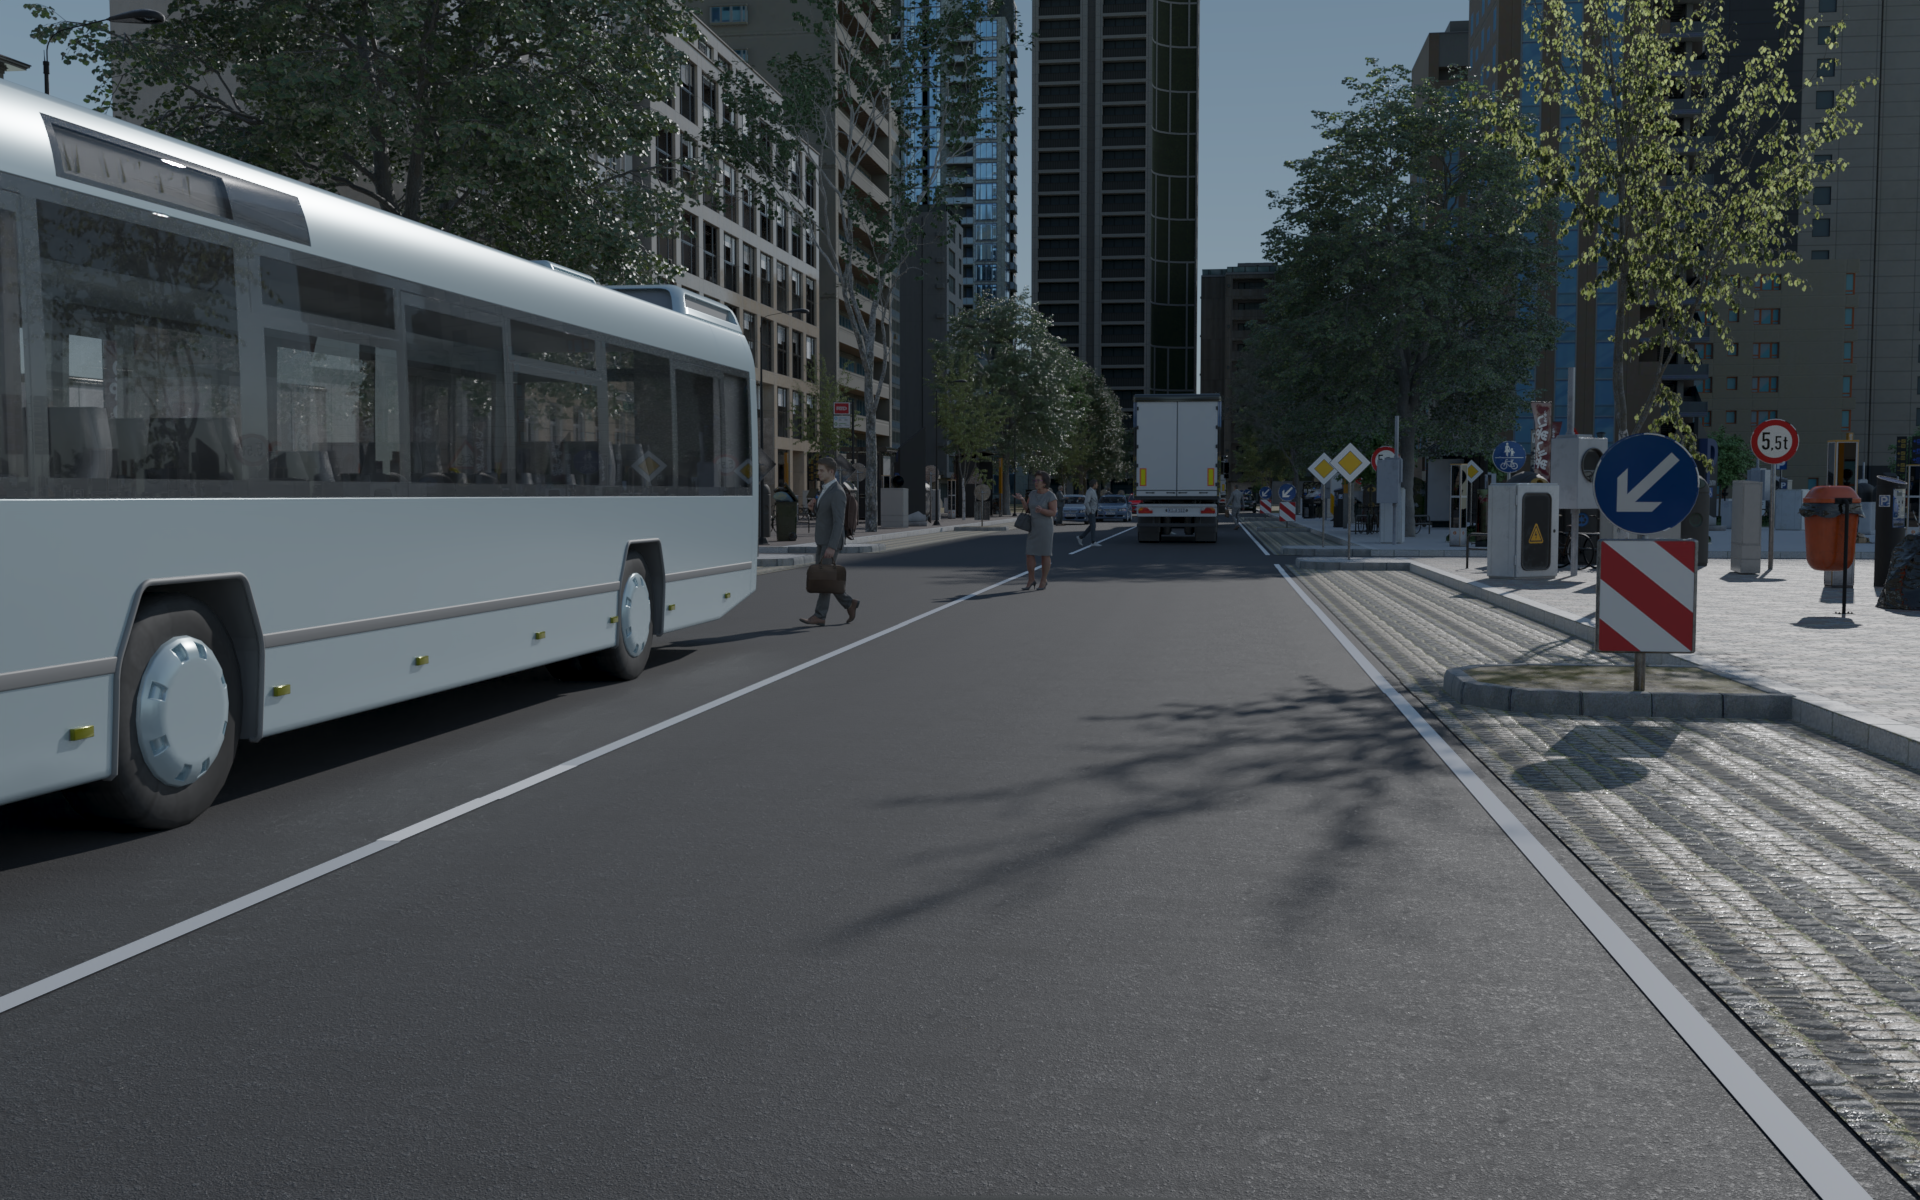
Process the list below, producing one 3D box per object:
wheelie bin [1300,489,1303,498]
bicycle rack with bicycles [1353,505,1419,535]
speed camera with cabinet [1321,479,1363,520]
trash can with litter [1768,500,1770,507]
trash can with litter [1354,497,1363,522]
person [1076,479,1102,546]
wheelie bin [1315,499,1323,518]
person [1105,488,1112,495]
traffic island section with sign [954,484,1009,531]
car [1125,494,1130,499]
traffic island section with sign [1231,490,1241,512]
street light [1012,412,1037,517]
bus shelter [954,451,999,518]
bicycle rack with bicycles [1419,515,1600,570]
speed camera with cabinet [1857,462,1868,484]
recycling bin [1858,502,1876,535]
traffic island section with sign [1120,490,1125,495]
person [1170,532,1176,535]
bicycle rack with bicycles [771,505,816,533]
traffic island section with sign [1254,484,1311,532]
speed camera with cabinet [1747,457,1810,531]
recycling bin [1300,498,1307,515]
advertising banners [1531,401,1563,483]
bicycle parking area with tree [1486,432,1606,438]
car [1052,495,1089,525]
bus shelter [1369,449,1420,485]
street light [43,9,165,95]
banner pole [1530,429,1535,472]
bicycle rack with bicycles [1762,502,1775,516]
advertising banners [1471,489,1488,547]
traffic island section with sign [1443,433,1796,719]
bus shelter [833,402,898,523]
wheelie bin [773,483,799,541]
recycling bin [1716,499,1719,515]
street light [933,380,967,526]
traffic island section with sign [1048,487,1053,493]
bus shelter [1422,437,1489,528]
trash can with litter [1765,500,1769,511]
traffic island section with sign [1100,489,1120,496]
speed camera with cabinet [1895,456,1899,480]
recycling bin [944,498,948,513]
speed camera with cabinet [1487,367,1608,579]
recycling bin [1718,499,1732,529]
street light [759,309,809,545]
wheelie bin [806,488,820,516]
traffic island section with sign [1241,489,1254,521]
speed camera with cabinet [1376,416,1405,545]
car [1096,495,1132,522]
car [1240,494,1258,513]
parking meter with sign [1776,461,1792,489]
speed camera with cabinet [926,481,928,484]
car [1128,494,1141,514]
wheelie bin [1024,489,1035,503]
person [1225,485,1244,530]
[{"bbox_3d":[22.046,-6.235,109.858,0.980,1.594,0.693,1,4,21],"label":"wheelie bin"},{"bbox_3d":[13.640,-2.566,55.333,2.852,0.926,2.925,3,4,37],"label":"bicycle rack with bicycles"},{"bbox_3d":[18.814,-5.554,85.145,2.038,3.252,0.660,0,4,4],"label":"speed camera with cabinet"},{"bbox_3d":[38.354,-4.296,81.625,1.055,1.170,0.624,-3,5,-44],"label":"trash can with litter"},{"bbox_3d":[18.514,-4.182,79.767,1.055,1.170,0.624,0,4,8],"label":"trash can with litter"},{"bbox_3d":[3.544,-2.405,47.667,0.795,1.843,0.661,1,4,23],"label":"person"},{"bbox_3d":[19.487,-5.258,93.872,0.980,1.594,0.693,-1,4,-11],"label":"wheelie bin"},{"bbox_3d":[9.772,-6.495,114.471,0.659,1.850,0.755,-1,4,-12],"label":"person"},{"bbox_3d":[0.873,-3.613,67.698,1.989,1.847,2.006,1,4,8],"label":"traffic island section with sign"},{"bbox_3d":[12.614,-7.018,126.549,2.131,1.459,4.920,1,4,9],"label":"car"},{"bbox_3d":[23.483,-8.178,142.345,1.989,1.847,2.006,1,4,8],"label":"traffic island section with sign"},{"bbox_3d":[3.654,-7.696,98.370,1.470,5.913,1.316,1,4,8],"label":"street light"},{"bbox_3d":[0.955,-6.471,97.088,1.731,3.624,6.357,1,4,8],"label":"bus shelter"},{"bbox_3d":[9.935,-0.985,29.482,2.852,0.926,2.925,-1,4,-19],"label":"bicycle rack with bicycles"},{"bbox_3d":[55.815,-6.961,108.156,0.660,3.252,2.038,0,4,-3],"label":"speed camera with cabinet"},{"bbox_3d":[28.412,-2.574,54.641,0.722,1.027,0.722,3,4,38],"label":"recycling bin"},{"bbox_3d":[15.995,-9.941,171.157,1.989,1.847,2.006,1,4,8],"label":"traffic island section with sign"},{"bbox_3d":[7.330,-3.218,61.096,0.573,1.828,0.580,2,4,29],"label":"person"},{"bbox_3d":[-6.192,-2.684,57.262,2.852,0.926,2.925,-1,4,-22],"label":"bicycle rack with bicycles"},{"bbox_3d":[12.331,-3.509,65.997,1.989,1.847,2.006,1,4,8],"label":"traffic island section with sign"},{"bbox_3d":[29.124,-4.115,61.621,0.660,3.252,2.038,-3,4,-36],"label":"speed camera with cabinet"},{"bbox_3d":[20.918,-5.603,104.163,0.722,1.027,0.722,2,4,30],"label":"recycling bin"},{"bbox_3d":[11.716,-2.264,33.208,2.074,3.025,0.090,-2,4,-24],"label":"advertising banners"},{"bbox_3d":[27.044,-5.715,80.437,8.231,4.147,9.016,1,4,19],"label":"bicycle parking area with tree"},{"bbox_3d":[5.375,-4.323,82.687,2.014,1.417,4.499,0,4,7],"label":"car"},{"bbox_3d":[21.220,-6.592,85.409,2.179,5.291,8.768,1,4,8],"label":"bus shelter"},{"bbox_3d":[-8.311,-2.709,16.831,1.470,5.913,1.316,1,4,8],"label":"street light"},{"bbox_3d":[19.713,-4.207,58.801,0.863,3.779,0.401,-1,4,-12],"label":"banner pole"},{"bbox_3d":[35.535,-3.832,76.041,2.852,0.926,2.925,0,4,6],"label":"bicycle rack with bicycles"},{"bbox_3d":[13.425,-2.787,41.758,2.074,3.025,0.090,0,4,6],"label":"advertising banners"},{"bbox_3d":[4.446,-0.207,12.005,1.989,1.847,2.006,1,4,8],"label":"traffic island section with sign"},{"bbox_3d":[-4.055,-6.137,77.967,2.179,5.291,8.768,1,4,8],"label":"bus shelter"},{"bbox_3d":[-4.764,-2.413,47.353,0.693,1.594,0.980,0,4,-8],"label":"wheelie bin"},{"bbox_3d":[41.833,-5.027,94.739,0.722,1.027,0.722,3,5,44],"label":"recycling bin"},{"bbox_3d":[-0.420,-5.993,70.523,1.470,5.913,1.316,1,4,8],"label":"street light"},{"bbox_3d":[4.769,-5.244,94.372,1.989,1.847,2.006,1,4,8],"label":"traffic island section with sign"},{"bbox_3d":[18.245,-4.270,63.732,2.014,3.302,5.546,1,4,8],"label":"bus shelter"},{"bbox_3d":[48.762,-5.707,104.362,1.678,1.210,2.233,-1,4,-20],"label":"trash can with litter"},{"bbox_3d":[12.050,-8.291,144.188,1.989,1.847,2.006,1,4,8],"label":"traffic island section with sign"},{"bbox_3d":[48.407,-5.849,89.973,0.660,3.252,2.038,2,4,31],"label":"speed camera with cabinet"},{"bbox_3d":[-0.630,-6.418,117.482,0.722,1.027,0.722,1,4,21],"label":"recycling bin"},{"bbox_3d":[9.049,-1.975,26.622,2.038,3.252,0.660,-2,4,-30],"label":"speed camera with cabinet"},{"bbox_3d":[28.326,-3.107,63.349,0.722,1.027,0.722,3,5,41],"label":"recycling bin"},{"bbox_3d":[-4.467,-4.345,43.583,1.470,5.913,1.316,1,4,8],"label":"street light"},{"bbox_3d":[-8.209,-5.474,97.414,0.980,1.594,0.693,3,4,37],"label":"wheelie bin"},{"bbox_3d":[16.236,-5.146,92.770,1.989,1.847,2.006,1,4,8],"label":"traffic island section with sign"},{"bbox_3d":[11.099,-3.075,44.612,0.660,3.252,2.038,1,4,19],"label":"speed camera with cabinet"},{"bbox_3d":[7.999,-4.790,90.324,2.014,1.417,4.499,1,4,9],"label":"car"},{"bbox_3d":[21.735,-7.486,132.179,2.009,1.686,4.222,1,4,8],"label":"car"},{"bbox_3d":[40.679,-5.446,85.296,0.543,3.016,1.738,3,5,43],"label":"parking meter with sign"},{"bbox_3d":[-2.844,-6.299,97.324,2.038,3.252,0.660,2,4,24],"label":"speed camera with cabinet"},{"bbox_3d":[11.689,-6.326,112.469,2.155,1.783,4.494,0,4,7],"label":"car"},{"bbox_3d":[4.717,-6.594,115.712,0.980,1.594,0.693,1,4,15],"label":"wheelie bin"},{"bbox_3d":[11.077,-3.732,69.645,0.709,1.813,0.853,-2,4,-27],"label":"person"}]
